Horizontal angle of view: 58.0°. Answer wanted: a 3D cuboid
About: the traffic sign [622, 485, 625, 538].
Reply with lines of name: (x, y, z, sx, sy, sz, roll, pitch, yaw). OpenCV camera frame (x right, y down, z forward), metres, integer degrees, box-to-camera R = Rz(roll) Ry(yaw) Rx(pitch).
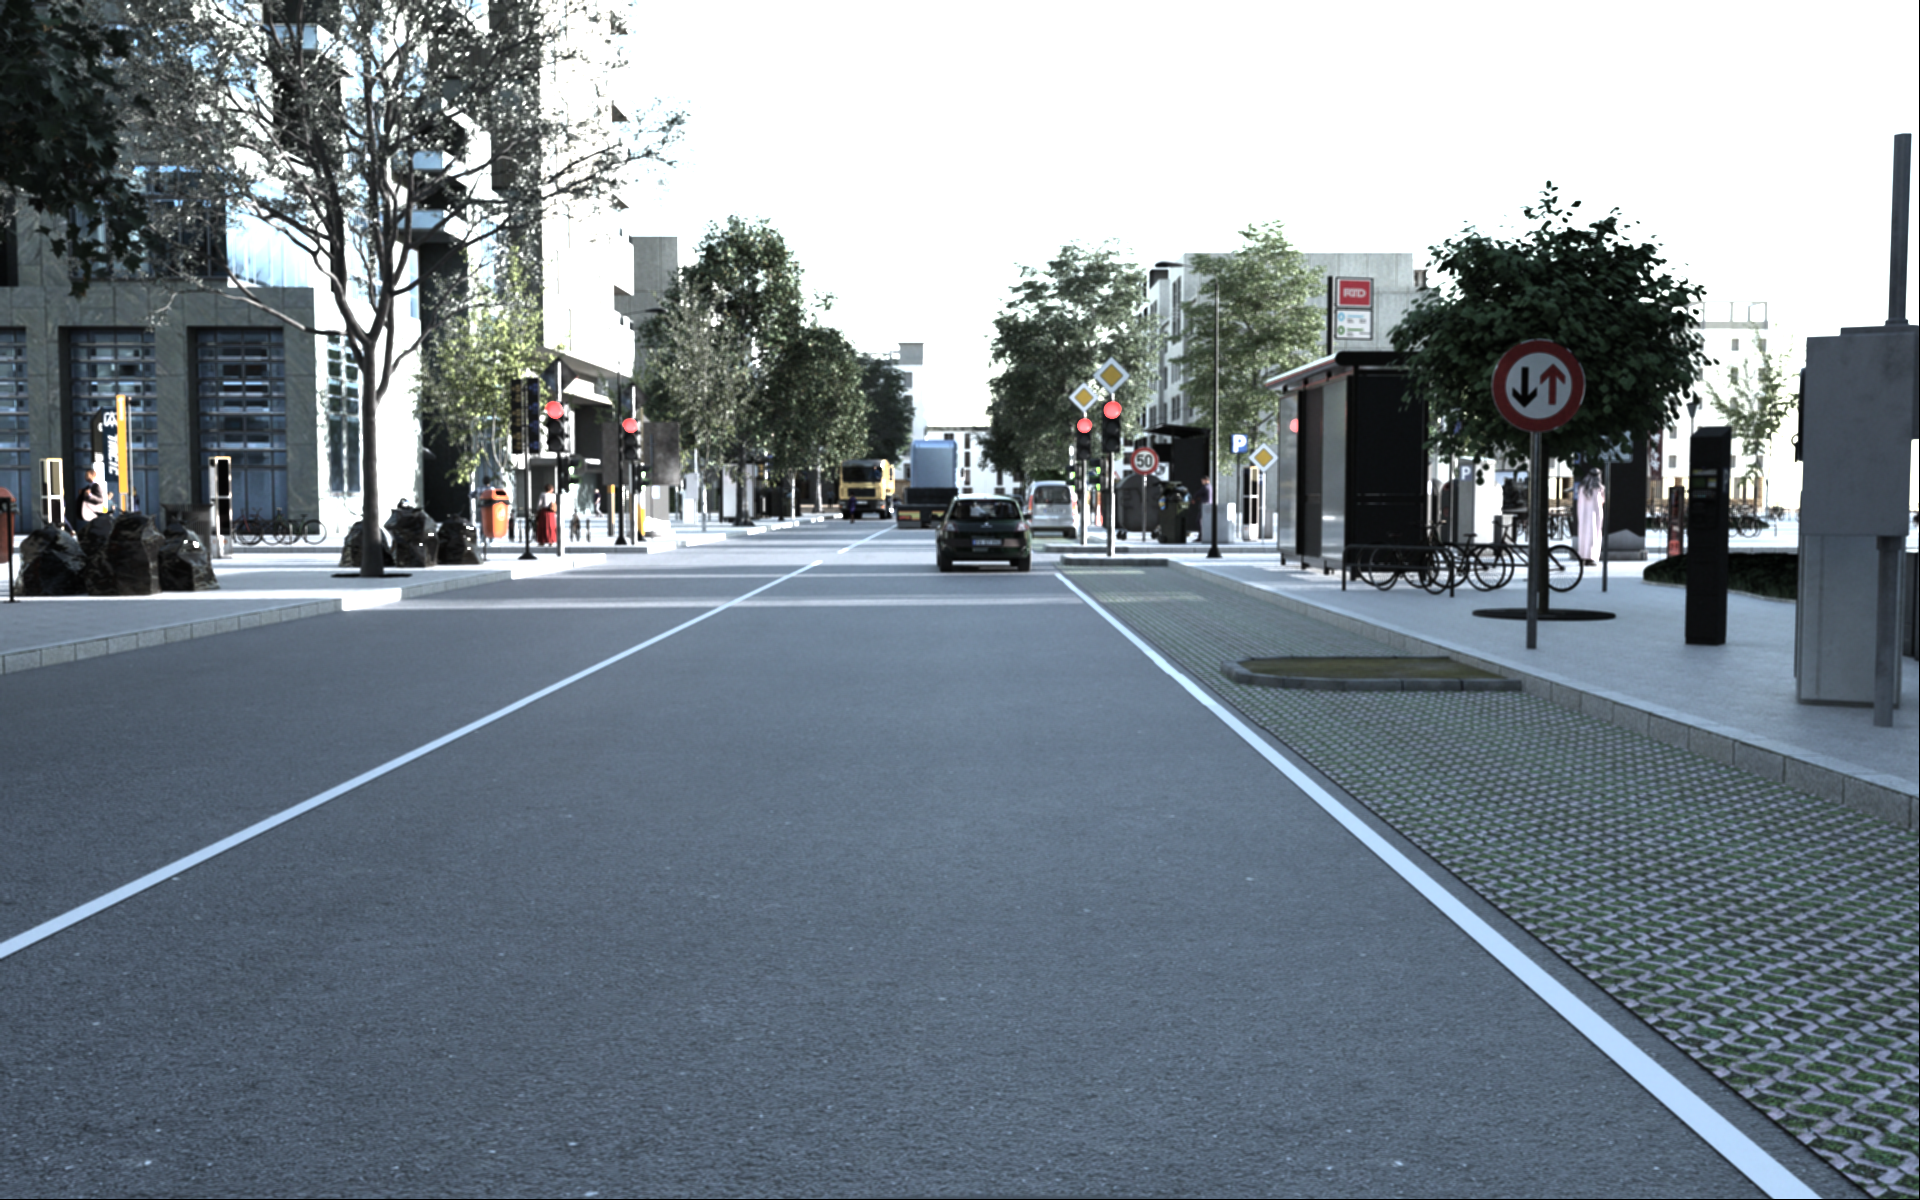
traffic sign: (-9.808, -3.073, 50.357, 0.768, 2.556, 0.104, 0, 4, 3)

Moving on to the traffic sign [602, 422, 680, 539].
traffic sign: (-9.025, -3.369, 48.964, 2.265, 3.308, 0.079, 1, 4, 9)

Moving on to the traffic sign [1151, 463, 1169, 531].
traffic sign: (6.475, -3.310, 56.248, 0.606, 2.300, 0.079, 0, 4, 1)

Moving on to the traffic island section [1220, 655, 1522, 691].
traffic island section: (3.076, 0.573, 13.493, 1.991, 0.108, 1.994, 0, 3, 0)

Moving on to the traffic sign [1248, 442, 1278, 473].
traffic sign: (7.669, -2.688, 43.675, 0.795, 2.593, 0.064, 1, 4, 8)

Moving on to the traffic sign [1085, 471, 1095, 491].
traffic sign: (7.142, -5.845, 95.674, 0.768, 2.556, 0.104, 0, 4, 6)

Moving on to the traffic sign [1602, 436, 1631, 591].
traffic sign: (8.488, -1.260, 22.738, 0.606, 2.300, 0.079, 0, 4, 5)

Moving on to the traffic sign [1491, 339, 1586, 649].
traffic sign: (4.751, -0.869, 14.320, 0.768, 2.556, 0.104, 0, 4, 1)

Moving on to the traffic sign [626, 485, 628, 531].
traffic sign: (-10.564, -3.230, 54.944, 0.606, 2.300, 0.079, 0, 4, 1)

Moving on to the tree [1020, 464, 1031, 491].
tree: (5.303, -11.509, 138.538, 4.737, 8.622, 4.395, 0, 3, 0)

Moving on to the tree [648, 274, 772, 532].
tree: (-8.547, -6.587, 58.054, 4.360, 8.622, 3.978, 0, 3, 0)

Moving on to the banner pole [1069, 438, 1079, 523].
banner pole: (4.992, -5.309, 76.825, 0.401, 3.779, 0.863, 1, 4, 23)

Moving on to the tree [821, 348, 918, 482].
tree: (-8.587, -15.011, 152.079, 9.857, 13.997, 8.962, 0, 3, 0)

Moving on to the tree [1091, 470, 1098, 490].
tree: (8.399, -6.521, 101.219, 1.663, 3.219, 1.824, 0, 3, 0)

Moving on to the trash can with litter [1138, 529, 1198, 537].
trash can with litter: (6.530, -2.538, 52.546, 1.678, 1.210, 2.233, -2, 4, -23)

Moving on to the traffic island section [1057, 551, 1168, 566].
traffic island section: (3.105, -0.809, 35.510, 2.009, 0.180, 2.903, 0, 3, 0)

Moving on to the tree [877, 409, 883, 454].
tree: (-9.367, -11.990, 113.048, 9.611, 12.733, 9.660, 0, 3, 0)

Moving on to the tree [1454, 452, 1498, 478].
tree: (19.920, -4.452, 67.384, 1.663, 3.219, 1.824, 0, 3, 0)

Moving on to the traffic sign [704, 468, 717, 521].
traffic sign: (-11.967, -5.049, 82.651, 0.768, 2.556, 0.104, 0, 4, 1)

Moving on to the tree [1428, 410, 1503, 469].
tree: (31.837, -10.820, 111.319, 8.767, 10.594, 7.601, 0, 4, 5)

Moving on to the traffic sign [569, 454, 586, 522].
traffic sign: (-12.262, -3.364, 55.106, 0.768, 2.556, 0.104, 0, 4, 7)

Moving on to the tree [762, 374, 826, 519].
tree: (-8.700, -8.434, 88.254, 4.737, 8.622, 4.395, 0, 3, 0)

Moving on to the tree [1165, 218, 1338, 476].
tree: (12.254, -9.354, 71.064, 7.486, 12.596, 7.792, 0, 3, 0)

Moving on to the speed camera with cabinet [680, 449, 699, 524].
speed camera with cabinet: (-11.809, -4.959, 75.412, 0.660, 3.252, 2.038, -1, 4, -17)

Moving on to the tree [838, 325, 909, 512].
tree: (-8.734, -13.239, 126.821, 12.009, 13.543, 11.850, 0, 3, 0)

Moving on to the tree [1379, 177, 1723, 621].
tree: (6.162, -2.110, 18.212, 4.285, 4.588, 4.351, 0, 3, 0)

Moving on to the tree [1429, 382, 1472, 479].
tree: (22.370, -7.753, 77.116, 4.737, 8.622, 4.395, 0, 3, 0)

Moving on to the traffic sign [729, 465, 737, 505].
traffic sign: (-9.798, -4.652, 76.169, 0.768, 2.556, 0.104, 0, 4, 6)

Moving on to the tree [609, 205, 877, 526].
tree: (-8.725, -9.292, 68.930, 9.611, 12.733, 9.660, 0, 3, 0)

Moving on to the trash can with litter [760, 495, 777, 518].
trash can with litter: (-10.585, -4.948, 91.953, 1.678, 1.210, 2.233, 0, 4, -5)

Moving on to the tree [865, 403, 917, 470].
tree: (-8.751, -16.120, 189.313, 9.928, 11.665, 9.643, 0, 3, 0)

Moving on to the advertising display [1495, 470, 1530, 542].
advertising display: (14.700, -2.510, 46.257, 0.974, 1.923, 0.123, 2, 4, 26)

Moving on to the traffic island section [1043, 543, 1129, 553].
traffic island section: (3.116, -1.298, 43.495, 2.009, 0.180, 2.903, 0, 3, 0)

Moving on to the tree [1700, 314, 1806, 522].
tree: (32.880, -7.373, 70.905, 4.737, 8.622, 4.395, 0, 3, 0)

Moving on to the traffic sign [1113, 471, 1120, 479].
traffic sign: (8.780, -5.998, 98.065, 0.884, 2.594, 0.081, 0, 4, 6)

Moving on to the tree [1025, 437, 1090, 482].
tree: (5.128, -6.664, 92.668, 4.285, 4.588, 4.351, 0, 3, 0)

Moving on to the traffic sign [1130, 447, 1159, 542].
traffic sign: (4.957, -2.844, 46.608, 0.768, 2.556, 0.104, 0, 4, 5)

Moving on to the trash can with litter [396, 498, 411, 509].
trash can with litter: (-11.046, -1.464, 34.988, 1.678, 1.210, 2.233, 0, 4, -6)

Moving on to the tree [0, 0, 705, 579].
tree: (-9.103, -7.105, 26.536, 12.009, 13.543, 11.850, 0, 3, 0)

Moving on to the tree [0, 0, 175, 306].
tree: (-9.408, -5.681, 9.892, 9.611, 12.733, 9.660, 0, 3, 0)

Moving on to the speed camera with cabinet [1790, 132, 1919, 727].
speed camera with cabinet: (5.320, -0.976, 10.301, 0.660, 3.252, 2.038, 2, 4, 27)

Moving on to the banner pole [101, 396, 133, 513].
banner pole: (-21.501, -3.324, 44.359, 0.863, 3.779, 0.401, -2, 4, -23)

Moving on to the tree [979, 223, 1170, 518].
tree: (5.335, -10.801, 83.255, 9.857, 13.997, 8.962, 0, 3, 0)

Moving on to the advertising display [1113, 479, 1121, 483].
advertising display: (6.811, -4.276, 75.128, 0.123, 1.923, 0.974, 3, 5, 40)

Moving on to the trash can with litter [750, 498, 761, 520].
trash can with litter: (-10.312, -4.567, 86.053, 0.624, 1.170, 1.055, 1, 4, 14)
